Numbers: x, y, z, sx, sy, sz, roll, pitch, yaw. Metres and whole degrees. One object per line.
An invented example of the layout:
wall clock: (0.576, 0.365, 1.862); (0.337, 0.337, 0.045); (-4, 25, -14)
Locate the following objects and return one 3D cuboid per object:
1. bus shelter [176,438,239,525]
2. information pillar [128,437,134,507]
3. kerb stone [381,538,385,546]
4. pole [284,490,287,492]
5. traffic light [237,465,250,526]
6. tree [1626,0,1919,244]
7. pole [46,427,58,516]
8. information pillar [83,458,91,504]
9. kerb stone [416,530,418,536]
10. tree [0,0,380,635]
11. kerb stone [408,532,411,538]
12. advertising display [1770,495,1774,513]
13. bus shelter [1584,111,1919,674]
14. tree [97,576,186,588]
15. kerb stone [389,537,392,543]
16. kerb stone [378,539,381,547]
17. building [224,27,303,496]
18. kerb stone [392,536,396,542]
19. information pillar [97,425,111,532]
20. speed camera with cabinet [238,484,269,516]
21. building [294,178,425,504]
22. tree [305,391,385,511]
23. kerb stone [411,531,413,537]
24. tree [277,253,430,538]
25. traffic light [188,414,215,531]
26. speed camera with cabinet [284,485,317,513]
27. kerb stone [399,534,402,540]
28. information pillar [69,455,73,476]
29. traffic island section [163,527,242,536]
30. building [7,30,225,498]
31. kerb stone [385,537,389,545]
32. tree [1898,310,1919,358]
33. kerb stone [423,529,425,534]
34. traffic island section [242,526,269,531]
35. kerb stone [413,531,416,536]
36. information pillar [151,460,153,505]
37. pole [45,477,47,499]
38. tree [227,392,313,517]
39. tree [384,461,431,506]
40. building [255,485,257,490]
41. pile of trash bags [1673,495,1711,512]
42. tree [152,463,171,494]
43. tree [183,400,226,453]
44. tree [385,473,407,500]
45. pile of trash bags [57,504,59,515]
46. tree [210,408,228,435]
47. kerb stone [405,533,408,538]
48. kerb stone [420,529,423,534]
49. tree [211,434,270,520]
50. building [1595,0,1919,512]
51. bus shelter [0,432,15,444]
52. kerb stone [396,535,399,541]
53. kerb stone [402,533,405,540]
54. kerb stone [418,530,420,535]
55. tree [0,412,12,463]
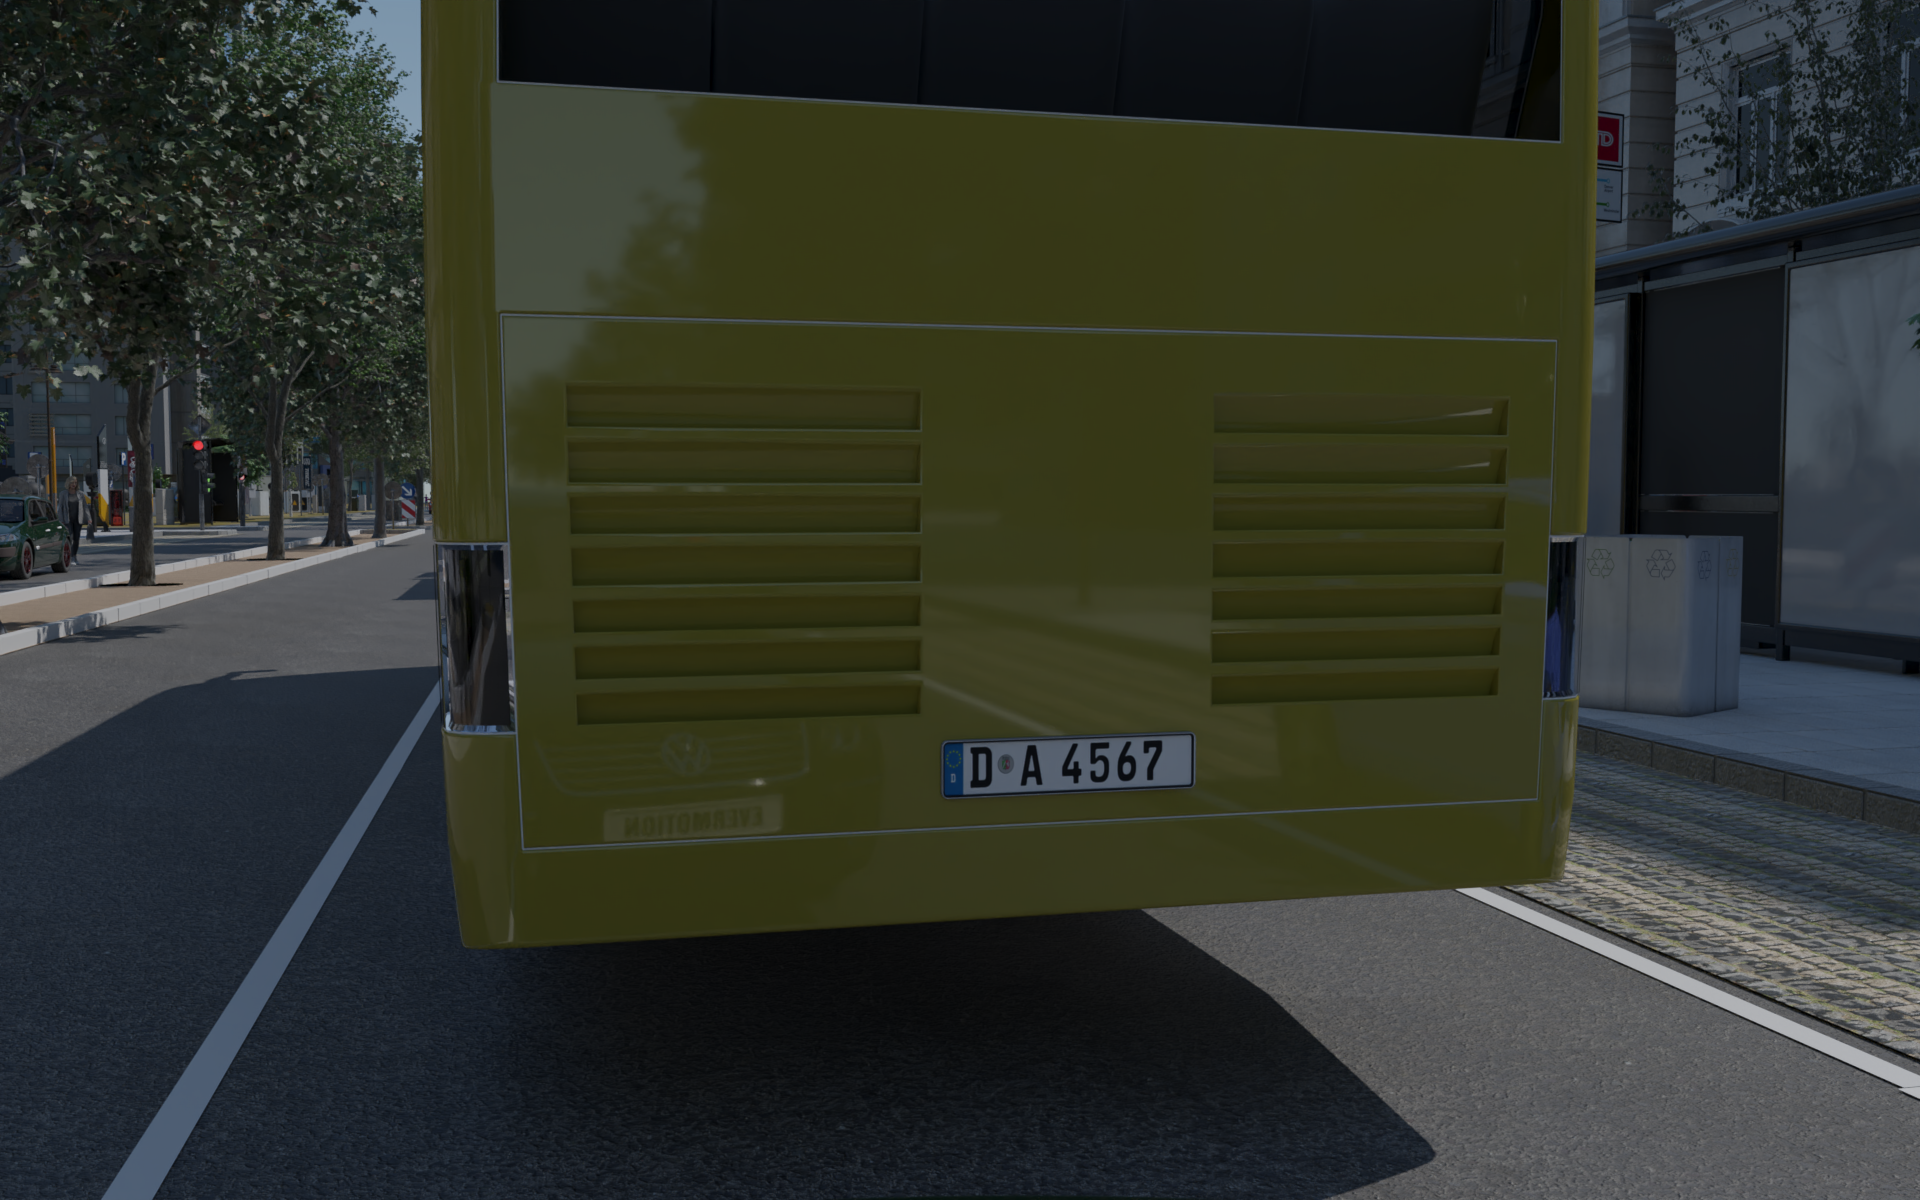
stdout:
bus shelter: (-32.308, -5.113, 74.878); (1.731, 3.624, 6.357); (-1, 4, -13)
information pillar: (-33.820, -4.855, 70.729); (0.183, 3.616, 0.504); (-3, 5, -44)
kerb stone: (-16.088, -1.570, 47.933); (0.120, 0.150, 1.000); (-1, 4, -13)
pole: (-53.464, -8.771, 137.244); (0.158, 3.312, 0.155); (0, 3, 0)
traffic light: (-26.416, -5.776, 69.101); (4.771, 5.953, 1.251); (-1, 4, -13)
tree: (10.075, -4.238, 19.649); (4.360, 8.622, 3.978); (0, 3, 0)
pole: (-27.779, -3.620, 53.037); (0.158, 3.312, 0.155); (0, 3, 0)
information pillar: (-56.145, -7.348, 111.491); (0.504, 3.616, 0.183); (0, 4, 0)
kerb stone: (-18.628, -2.242, 58.915); (0.120, 0.150, 1.000); (-1, 4, -13)
tree: (-9.926, -5.958, 16.873); (9.611, 12.733, 9.660); (0, 3, 0)
kerb stone: (-17.931, -2.061, 55.927); (0.120, 0.150, 1.000); (-1, 4, -13)
advertising display: (8.283, -0.720, 16.994); (0.974, 1.923, 0.123); (-2, 4, -32)
bus shelter: (6.543, -2.323, 15.620); (2.179, 5.291, 8.768); (-1, 4, -13)
tree: (-12.539, -6.006, 26.414); (9.928, 11.665, 9.643); (0, 3, 0)
kerb stone: (-16.550, -1.696, 49.932); (0.120, 0.150, 1.000); (-1, 4, -13)
kerb stone: (-15.862, -1.513, 46.933); (0.120, 0.150, 1.000); (-1, 4, -13)
building: (-88.097, -53.200, 182.485); (31.000, 86.520, 22.319); (-1, 4, -13)
kerb stone: (-16.784, -1.757, 50.927); (0.120, 0.150, 1.000); (-1, 4, -13)
information pillar: (-28.782, -4.086, 58.164); (0.183, 3.616, 0.504); (0, 4, 2)
speed camera with cabinet: (-41.073, -6.514, 100.845); (0.660, 3.252, 2.038); (1, 4, 9)
building: (-90.241, -38.122, 242.902); (30.456, 49.044, 23.786); (-1, 4, -13)
tree: (-44.634, -11.794, 127.248); (7.601, 10.594, 8.767); (0, 4, -5)
kerb stone: (-18.164, -2.124, 56.923); (0.120, 0.150, 1.000); (-1, 4, -13)
tree: (-18.939, -8.281, 55.980); (7.486, 12.596, 7.792); (0, 3, 0)
traffic light: (-26.638, -4.397, 60.819); (0.839, 4.253, 0.868); (-1, 4, -13)
speed camera with cabinet: (-45.417, -7.628, 119.056); (0.660, 3.252, 2.038); (3, 4, 36)
kerb stone: (-17.240, -1.880, 52.925); (0.120, 0.150, 1.000); (-1, 4, -13)
information pillar: (-53.062, -6.857, 103.469); (0.183, 3.616, 0.504); (-3, 4, -37)
traffic island section: (-26.680, -2.365, 60.944); (2.009, 0.180, 2.903); (-1, 4, -13)
building: (-69.148, -28.114, 143.262); (14.154, 41.232, 14.086); (-1, 4, -13)
kerb stone: (-16.315, -1.635, 48.929); (0.120, 0.150, 1.000); (-1, 4, -13)
tree: (5.059, -0.817, 7.957); (1.663, 3.219, 1.824); (0, 3, 0)
kerb stone: (-19.318, -2.427, 61.910); (0.120, 0.150, 1.000); (-1, 4, -13)
traffic island section: (-28.476, -2.841, 68.725); (2.009, 0.180, 2.903); (-1, 4, -13)
kerb stone: (-18.393, -2.185, 57.920); (0.120, 0.150, 1.000); (-1, 4, -13)
information pillar: (-32.408, -4.756, 69.121); (0.183, 3.616, 0.504); (0, 4, 6)
pole: (-60.990, -7.457, 115.767); (0.158, 3.312, 0.155); (0, 3, 0)
tree: (-37.853, -8.978, 97.147); (4.737, 8.622, 4.395); (0, 3, 0)
tree: (-58.303, -17.122, 186.605); (9.857, 13.997, 8.962); (0, 3, 0)
building: (-77.124, -44.092, 159.159); (20.563, 71.187, 20.611); (-1, 4, -13)
pile of trash bags: (10.479, -0.997, 26.047); (1.912, 1.369, 3.447); (0, 4, 3)
tree: (-49.224, -6.834, 106.330); (1.663, 3.219, 1.824); (0, 3, 0)
tree: (-53.658, -10.665, 124.730); (4.737, 8.622, 4.395); (0, 3, 0)
tree: (-55.198, -13.590, 172.558); (4.737, 8.622, 4.395); (0, 3, 0)
pile of trash bags: (-39.454, -3.930, 74.006); (3.447, 1.369, 1.912); (-2, 4, -25)
tree: (-57.393, -11.403, 136.795); (4.360, 8.622, 3.978); (0, 3, 0)
kerb stone: (-17.703, -2.002, 54.931); (0.120, 0.150, 1.000); (-1, 4, -13)
kerb stone: (-19.090, -2.368, 60.913); (0.120, 0.150, 1.000); (-1, 4, -13)
tree: (-35.783, -6.247, 85.848); (4.285, 4.588, 4.351); (0, 3, 0)
building: (17.530, -15.901, 45.892); (13.634, 28.700, 20.117); (-1, 4, -13)
bus shelter: (-28.334, -3.334, 48.427); (2.014, 3.302, 5.546); (-1, 4, -13)
kerb stone: (-17.010, -1.813, 51.928); (0.120, 0.150, 1.000); (-1, 4, -13)
kerb stone: (-17.477, -1.936, 53.932); (0.120, 0.150, 1.000); (-1, 4, -13)
kerb stone: (-18.859, -2.305, 59.912); (0.120, 0.150, 1.000); (-1, 4, -13)
tree: (-25.497, -3.617, 42.849); (4.285, 4.588, 4.351); (0, 3, 0)
